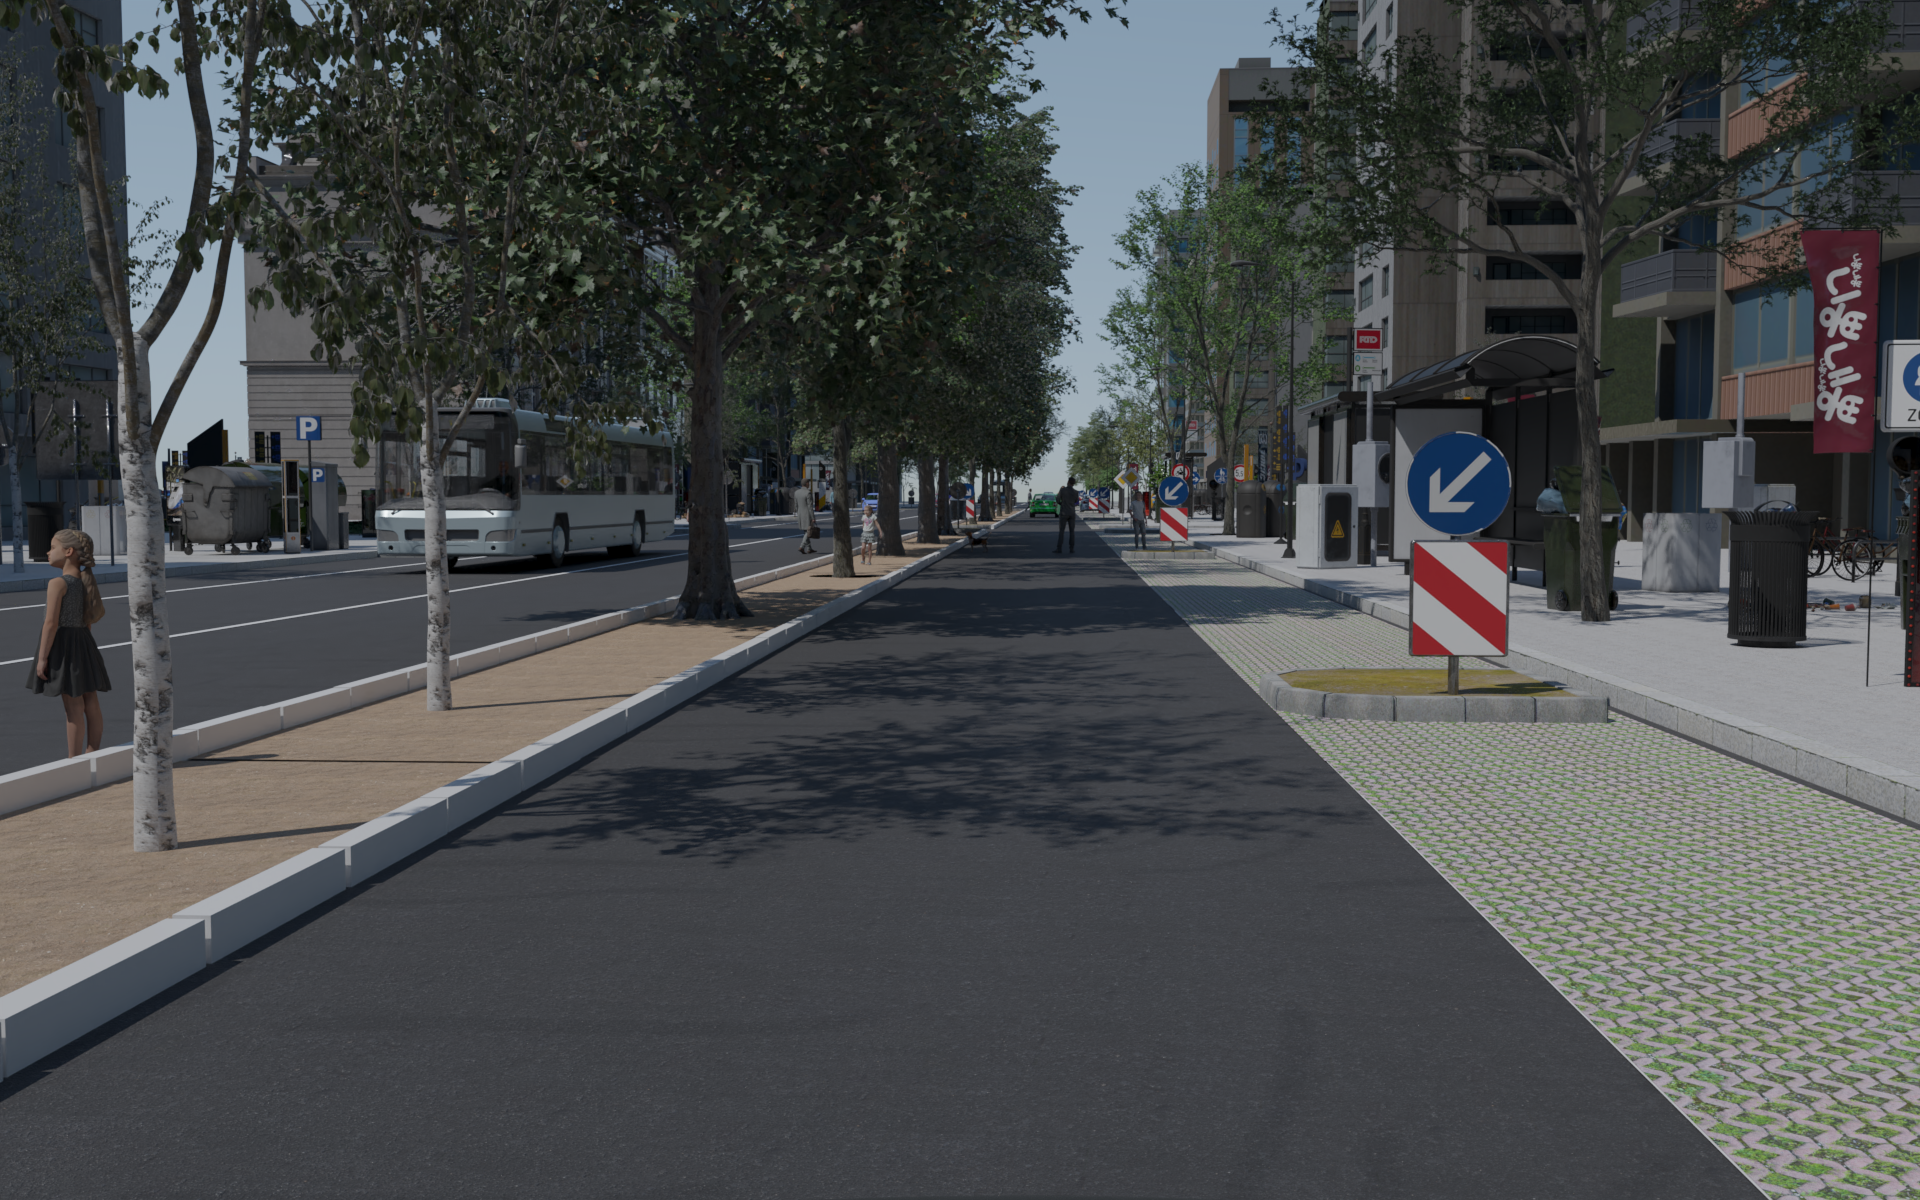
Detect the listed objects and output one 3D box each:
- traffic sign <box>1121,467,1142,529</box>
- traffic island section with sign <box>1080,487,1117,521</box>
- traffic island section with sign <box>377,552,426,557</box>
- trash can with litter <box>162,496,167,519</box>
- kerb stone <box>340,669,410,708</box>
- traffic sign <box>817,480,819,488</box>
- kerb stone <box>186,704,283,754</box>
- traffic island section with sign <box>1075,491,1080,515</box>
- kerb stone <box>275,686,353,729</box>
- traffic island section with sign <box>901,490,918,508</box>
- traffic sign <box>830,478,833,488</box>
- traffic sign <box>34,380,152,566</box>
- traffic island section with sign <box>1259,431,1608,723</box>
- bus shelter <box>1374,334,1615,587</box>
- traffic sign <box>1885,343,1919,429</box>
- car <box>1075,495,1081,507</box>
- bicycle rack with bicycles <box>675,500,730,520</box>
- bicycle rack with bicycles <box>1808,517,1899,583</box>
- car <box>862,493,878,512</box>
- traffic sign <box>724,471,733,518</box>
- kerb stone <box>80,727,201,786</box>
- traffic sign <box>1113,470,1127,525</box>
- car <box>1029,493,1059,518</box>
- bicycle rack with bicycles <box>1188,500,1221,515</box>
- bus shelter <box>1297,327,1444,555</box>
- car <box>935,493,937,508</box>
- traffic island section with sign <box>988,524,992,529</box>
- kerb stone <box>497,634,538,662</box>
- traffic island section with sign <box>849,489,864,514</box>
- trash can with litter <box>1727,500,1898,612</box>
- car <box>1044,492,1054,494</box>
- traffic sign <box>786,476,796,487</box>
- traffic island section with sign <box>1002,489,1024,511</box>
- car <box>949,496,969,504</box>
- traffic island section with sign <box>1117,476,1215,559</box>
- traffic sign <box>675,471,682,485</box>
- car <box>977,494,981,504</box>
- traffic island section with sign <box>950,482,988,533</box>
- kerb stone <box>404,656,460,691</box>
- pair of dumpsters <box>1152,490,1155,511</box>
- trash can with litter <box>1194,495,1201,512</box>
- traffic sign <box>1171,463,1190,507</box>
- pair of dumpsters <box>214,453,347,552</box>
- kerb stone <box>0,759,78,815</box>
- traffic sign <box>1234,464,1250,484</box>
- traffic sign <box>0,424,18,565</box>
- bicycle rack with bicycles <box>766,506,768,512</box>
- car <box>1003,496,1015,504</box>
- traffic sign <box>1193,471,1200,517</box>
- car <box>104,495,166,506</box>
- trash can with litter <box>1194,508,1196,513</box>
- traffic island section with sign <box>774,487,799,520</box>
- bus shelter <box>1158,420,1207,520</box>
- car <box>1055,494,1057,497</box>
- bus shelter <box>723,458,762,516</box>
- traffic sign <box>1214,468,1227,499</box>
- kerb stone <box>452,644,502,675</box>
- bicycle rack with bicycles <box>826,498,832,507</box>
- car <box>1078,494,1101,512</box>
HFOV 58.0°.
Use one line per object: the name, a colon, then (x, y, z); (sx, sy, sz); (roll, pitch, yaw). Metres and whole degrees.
traffic sign: (6.302, -3.676, 63.744); (0.795, 2.450, 0.064); (0, 4, 3)
traffic island section with sign: (7.673, -5.212, 93.841); (1.989, 1.847, 2.006); (0, 4, 3)
traffic island section with sign: (-12.175, -1.926, 40.114); (1.989, 1.847, 2.006); (0, 4, 3)
trash can with litter: (-45.977, -5.353, 98.583); (1.678, 1.210, 2.233); (-2, 4, -30)
kerb stone: (-4.074, 0.623, 12.002); (0.120, 0.150, 1.000); (0, 4, 3)
traffic sign: (-10.023, -7.533, 125.294); (0.606, 2.300, 0.079); (0, 4, 8)
kerb stone: (-4.187, 0.749, 9.954); (0.120, 0.150, 1.000); (0, 4, 3)
traffic island section with sign: (9.181, -6.867, 120.899); (1.989, 1.847, 2.006); (0, 4, 3)
kerb stone: (-4.125, 0.690, 10.980); (0.120, 0.150, 1.000); (0, 4, 3)
traffic island section with sign: (-4.797, -10.013, 172.342); (1.989, 1.847, 2.006); (0, 4, 3)
traffic sign: (-10.043, -8.375, 137.044); (0.768, 2.556, 0.104); (1, 4, 13)
traffic sign: (-15.487, -2.268, 30.955); (2.265, 3.308, 0.079); (1, 4, 8)
traffic island section with sign: (3.093, -0.191, 11.755); (1.989, 1.847, 2.006); (0, 4, 3)
bus shelter: (7.428, -1.887, 24.774); (2.014, 3.302, 5.546); (0, 4, 3)
traffic sign: (6.450, -0.578, 11.587); (0.606, 2.300, 0.079); (0, 4, 6)
car: (12.626, -10.145, 178.450); (1.945, 1.354, 3.894); (0, 4, 4)
bicycle rack with bicycles: (-12.762, -4.392, 85.185); (2.925, 0.926, 2.852); (-2, 4, -34)
bicycle rack with bicycles: (13.433, -0.782, 26.161); (2.925, 0.926, 2.852); (-1, 4, -10)
car: (-6.617, -7.668, 134.959); (1.945, 1.707, 3.694); (0, 4, 4)
traffic sign: (-12.504, -5.662, 92.682); (0.768, 2.556, 0.104); (1, 4, 13)
kerb stone: (-4.234, 0.812, 8.927); (0.120, 0.150, 1.000); (0, 4, 3)
traffic sign: (6.746, -4.164, 71.717); (0.795, 2.450, 0.064); (0, 4, 3)
car: (5.204, -5.956, 106.172); (1.959, 1.807, 4.718); (0, 4, 4)
bicycle rack with bicycles: (15.311, -5.656, 105.863); (2.925, 0.926, 2.852); (2, 4, 29)
bus shelter: (8.992, -3.780, 39.436); (2.179, 5.291, 8.768); (0, 4, 3)
car: (-2.074, -9.229, 159.926); (2.155, 1.783, 4.494); (0, 4, 2)
traffic island section with sign: (0.315, -3.895, 71.812); (2.006, 1.907, 1.989); (0, 4, 3)
kerb stone: (-3.903, 0.436, 15.070); (0.120, 0.150, 1.000); (0, 4, 3)
traffic island section with sign: (-7.572, -6.967, 122.532); (1.989, 1.847, 2.006); (0, 4, 3)
trash can with litter: (9.530, -0.505, 19.308); (2.233, 1.210, 1.678); (0, 4, -5)
car: (13.731, -15.899, 268.626); (2.281, 1.827, 5.304); (0, 4, 4)
traffic sign: (-12.175, -7.599, 124.344); (0.768, 2.556, 0.104); (0, 4, 4)
traffic island section with sign: (4.489, -8.483, 146.835); (2.006, 1.907, 1.989); (0, 4, 3)
car: (-0.020, -7.424, 133.744); (2.083, 1.381, 4.827); (0, 4, 2)
traffic island section with sign: (4.609, -1.837, 38.667); (1.989, 1.847, 2.006); (0, 4, 3)
traffic sign: (-10.765, -3.735, 64.713); (0.795, 2.450, 0.064); (0, 4, 3)
car: (3.576, -15.351, 260.767); (2.009, 1.686, 4.222); (0, 4, 5)
traffic island section with sign: (-0.107, -3.442, 64.417); (2.006, 1.907, 1.989); (0, 4, 3)
kerb stone: (-4.012, 0.561, 13.023); (0.120, 0.150, 1.000); (0, 4, 3)
pair of dumpsters: (14.920, -7.735, 128.963); (1.574, 2.255, 4.437); (0, 4, 3)
trash can with litter: (16.854, -6.968, 124.990); (1.678, 1.210, 2.233); (0, 4, -1)
traffic sign: (9.174, -4.401, 72.057); (0.768, 2.556, 0.104); (1, 4, 10)
pair of dumpsters: (-15.796, -2.297, 40.048); (1.574, 2.255, 4.437); (0, 4, 3)
kerb stone: (-4.299, 0.875, 7.898); (0.120, 0.150, 1.000); (0, 4, 3)
traffic sign: (12.037, -4.543, 74.381); (0.768, 2.556, 0.104); (1, 4, 11)
traffic sign: (-17.413, -1.910, 31.337); (0.768, 2.556, 0.104); (0, 4, 3)
bicycle rack with bicycles: (-15.201, -6.565, 120.714); (2.925, 0.926, 2.852); (3, 5, 41)
car: (7.217, -15.396, 260.758); (2.155, 1.783, 4.494); (0, 4, 2)
traffic sign: (13.093, -5.942, 97.264); (0.768, 2.556, 0.104); (1, 4, 12)
car: (-34.000, -3.714, 70.944); (3.980, 1.641, 2.015); (0, 4, 4)
trash can with litter: (15.861, -6.649, 120.100); (0.624, 1.170, 1.055); (3, 5, 43)
traffic island section with sign: (-9.096, -5.301, 95.304); (1.989, 1.847, 2.006); (0, 4, 3)
bus shelter: (11.633, -6.951, 91.288); (2.179, 5.291, 8.768); (0, 4, 3)
car: (6.862, -7.422, 131.143); (2.009, 1.686, 4.222); (0, 4, 4)
bus shelter: (-13.370, -7.548, 101.038); (2.179, 5.291, 8.768); (0, 4, 3)
traffic sign: (12.795, -5.164, 84.534); (0.768, 2.556, 0.104); (1, 4, 12)
kerb stone: (-3.956, 0.498, 14.049); (0.120, 0.150, 1.000); (0, 4, 3)
bicycle rack with bicycles: (-10.631, -7.984, 143.919); (2.925, 0.926, 2.852); (-1, 4, -23)
car: (9.857, -7.191, 129.577); (2.014, 1.417, 4.499); (0, 4, 1)
